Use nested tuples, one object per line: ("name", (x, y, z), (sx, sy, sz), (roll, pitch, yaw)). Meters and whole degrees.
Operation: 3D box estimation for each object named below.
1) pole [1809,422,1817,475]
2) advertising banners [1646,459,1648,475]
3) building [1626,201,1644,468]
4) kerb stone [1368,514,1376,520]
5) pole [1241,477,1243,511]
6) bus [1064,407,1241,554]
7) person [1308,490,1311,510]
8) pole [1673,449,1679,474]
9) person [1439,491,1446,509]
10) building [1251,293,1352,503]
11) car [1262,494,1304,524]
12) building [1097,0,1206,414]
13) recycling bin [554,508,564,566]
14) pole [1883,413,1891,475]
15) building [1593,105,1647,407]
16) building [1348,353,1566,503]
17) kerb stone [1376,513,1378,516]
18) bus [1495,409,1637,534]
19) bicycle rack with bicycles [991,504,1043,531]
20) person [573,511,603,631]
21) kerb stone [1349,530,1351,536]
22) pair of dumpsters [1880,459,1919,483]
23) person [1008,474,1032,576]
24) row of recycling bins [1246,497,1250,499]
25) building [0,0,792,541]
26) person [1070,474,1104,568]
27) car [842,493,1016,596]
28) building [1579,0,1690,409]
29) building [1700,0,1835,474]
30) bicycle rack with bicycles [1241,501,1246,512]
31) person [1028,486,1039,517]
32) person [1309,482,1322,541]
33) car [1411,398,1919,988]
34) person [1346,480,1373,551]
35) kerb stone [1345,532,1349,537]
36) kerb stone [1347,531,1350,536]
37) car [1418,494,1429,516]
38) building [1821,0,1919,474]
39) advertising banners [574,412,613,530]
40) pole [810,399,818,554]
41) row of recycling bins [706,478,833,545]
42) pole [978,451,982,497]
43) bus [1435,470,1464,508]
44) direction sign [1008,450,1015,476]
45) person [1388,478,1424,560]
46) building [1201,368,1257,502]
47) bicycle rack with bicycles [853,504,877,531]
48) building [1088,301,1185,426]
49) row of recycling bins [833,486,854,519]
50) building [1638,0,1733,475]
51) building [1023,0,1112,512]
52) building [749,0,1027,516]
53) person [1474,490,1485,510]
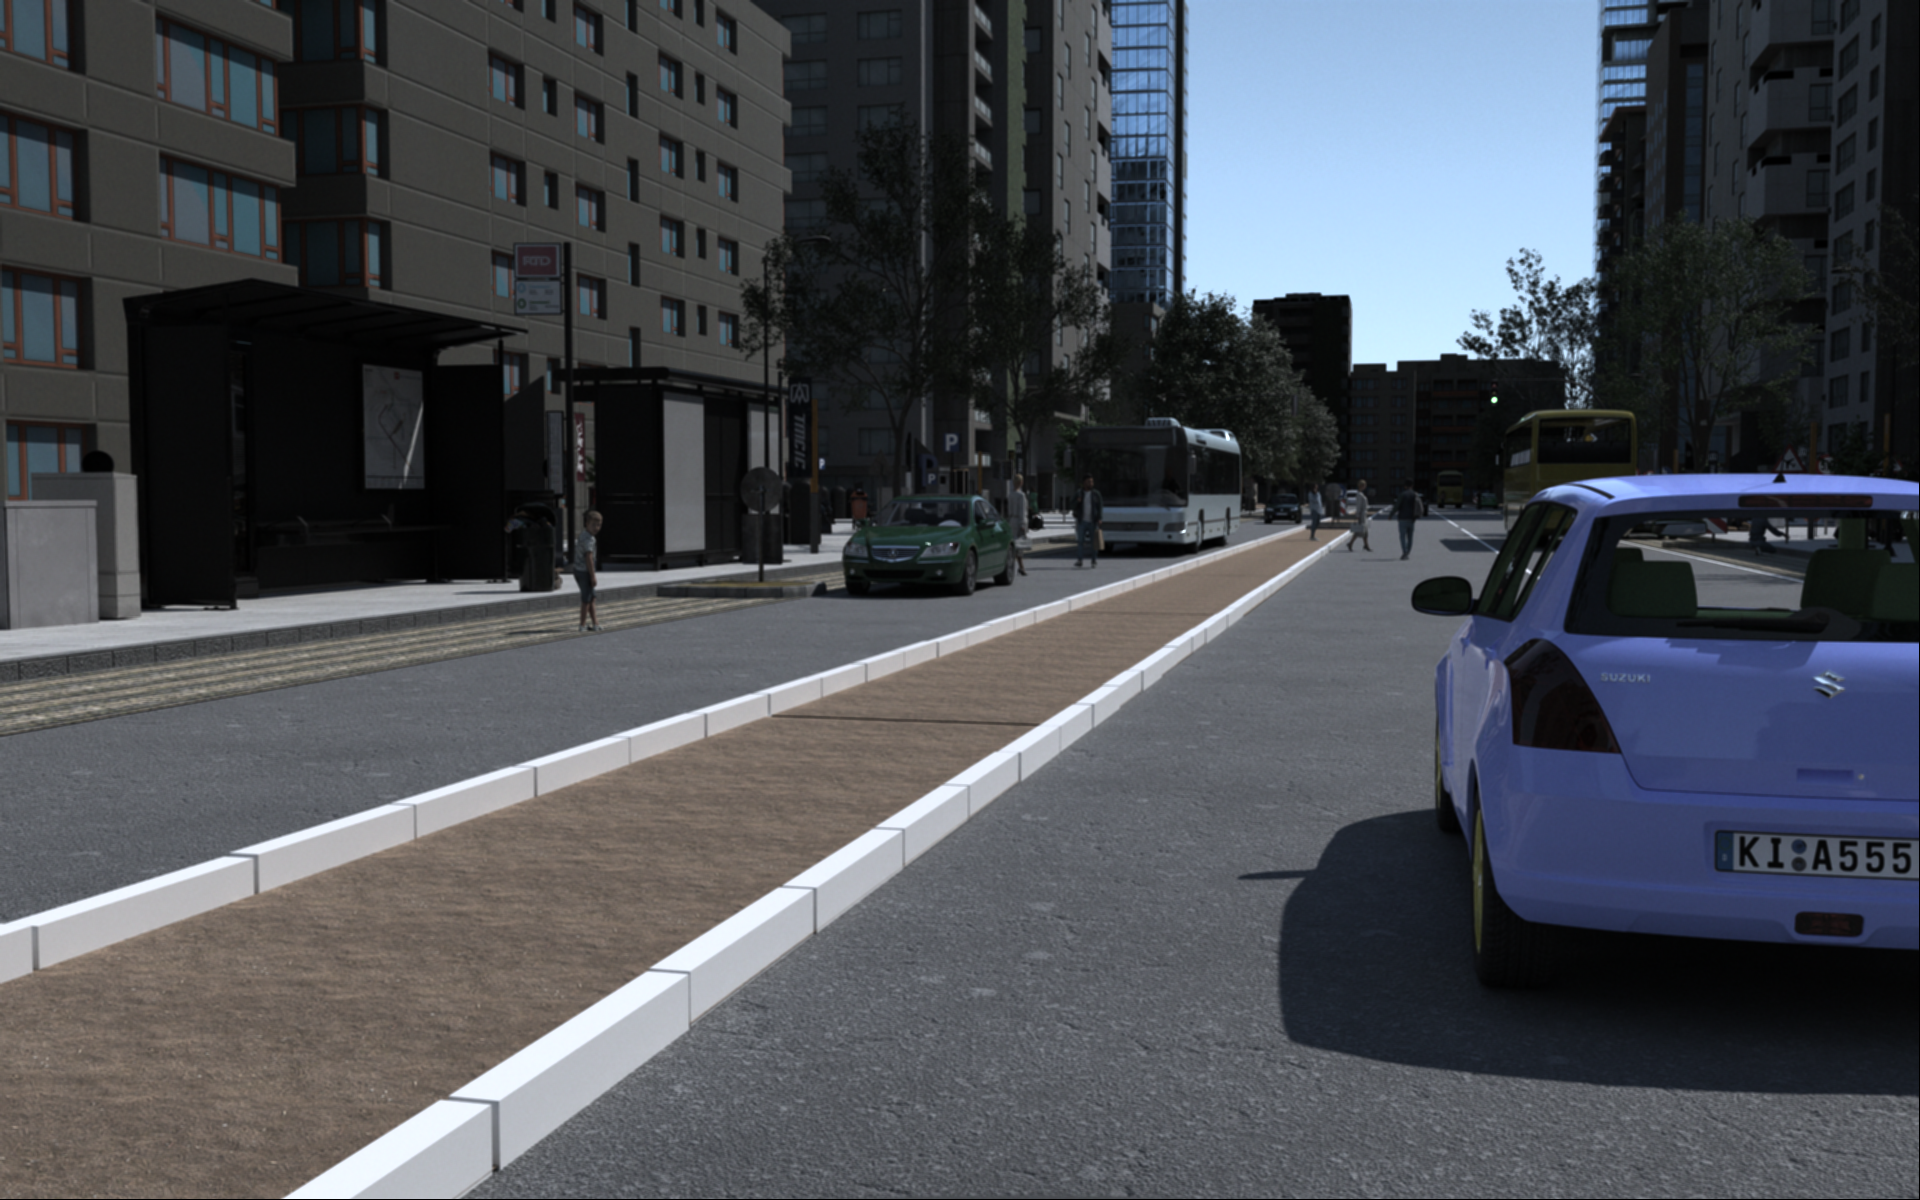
("pole", (24.215, -3.386, 49.208), (0.158, 3.312, 0.155), (0, 3, 0))
("advertising banners", (34.311, -5.515, 86.361), (0.090, 3.025, 2.074), (2, 4, 28))
("building", (73.036, -24.430, 171.129), (14.160, 30.474, 14.107), (1, 4, 14))
("kerb stone", (23.565, -4.697, 99.034), (0.120, 0.150, 1.000), (1, 4, 14))
("pole", (21.202, -8.360, 130.524), (0.158, 3.312, 0.155), (0, 3, 0))
("bus", (5.266, -3.034, 44.468), (2.948, 3.499, 13.247), (1, 4, 15))
("person", (30.859, -8.781, 152.095), (0.660, 1.820, 0.620), (2, 4, 32))
("pole", (32.656, -5.212, 79.058), (0.158, 3.312, 0.155), (0, 3, 0))
("person", (46.817, -9.720, 168.126), (0.721, 1.736, 1.217), (3, 5, 44))
("building", (49.729, -29.391, 252.247), (14.107, 30.474, 14.160), (1, 4, 14))
("car", (15.763, -4.563, 84.392), (2.009, 1.686, 4.222), (1, 4, 13))
("building", (15.237, -54.913, 210.490), (31.000, 86.520, 22.319), (1, 4, 14))
("recycling bin", (-7.509, -1.108, 30.663), (0.722, 1.027, 0.722), (1, 4, 18))
("pole", (23.511, -3.063, 43.919), (0.158, 3.312, 0.155), (0, 3, 0))
("building", (82.365, -32.807, 191.023), (22.147, 44.769, 28.867), (1, 4, 14))
("building", (72.468, -25.049, 254.591), (28.899, 21.520, 27.650), (1, 4, 14))
("kerb stone", (25.100, -5.064, 104.995), (0.120, 0.150, 1.000), (1, 4, 14))
("bus", (17.214, -3.556, 49.689), (2.896, 3.916, 12.252), (1, 4, 14))
("bicycle rack with bicycles", (1.453, -2.878, 60.440), (2.925, 0.926, 2.852), (0, 4, 1))
("person", (-3.866, -0.298, 18.052), (0.352, 1.250, 0.332), (1, 4, 17))
("kerb stone", (12.666, -2.116, 56.791), (0.120, 0.150, 1.000), (1, 4, 14))
("pair of dumpsters", (25.143, -2.749, 47.432), (1.574, 2.255, 4.437), (1, 4, 14))
("person", (0.960, -1.307, 30.222), (0.624, 1.780, 0.694), (-1, 4, -22))
("row of recycling bins", (23.957, -8.654, 148.610), (1.069, 1.692, 3.534), (-1, 4, -10))
("building", (-23.757, -12.862, 55.333), (28.899, 21.520, 27.650), (1, 4, 14))
("person", (2.503, -1.522, 33.367), (0.794, 1.824, 0.713), (1, 4, 22))
("car", (-0.380, -0.873, 26.066), (2.131, 1.459, 4.920), (1, 4, 13))
("building", (101.132, -56.817, 241.625), (31.000, 86.520, 22.319), (1, 4, 14))
("building", (67.413, -32.347, 118.112), (28.713, 52.752, 27.495), (1, 4, 14))
("bicycle rack with bicycles", (19.816, -6.857, 125.488), (2.852, 0.926, 2.925), (-3, 5, -40))
("person", (3.260, -4.226, 77.848), (0.600, 1.795, 0.529), (-1, 4, -19))
("person", (10.865, -2.710, 53.071), (0.793, 1.790, 0.793), (0, 4, 0))
("car", (2.608, 0.212, 6.133), (1.945, 1.707, 3.694), (1, 4, 13))
("person", (10.017, -2.113, 43.393), (0.624, 1.780, 0.694), (2, 4, 28))
("kerb stone", (12.158, -1.991, 54.803), (0.120, 0.150, 1.000), (1, 4, 14))
("kerb stone", (12.411, -2.055, 55.793), (0.120, 0.150, 1.000), (1, 4, 14))
("car", (29.467, -6.280, 112.470), (2.009, 1.686, 4.222), (1, 4, 13))
("building", (52.972, -19.316, 87.511), (14.107, 30.474, 14.160), (1, 4, 14))
("advertising banners", (-8.024, -2.560, 38.040), (0.090, 3.025, 2.074), (1, 4, 12))
("pole", (-3.141, -2.654, 37.237), (0.158, 3.312, 0.155), (0, 3, 0))
("row of recycling bins", (-5.072, -2.317, 44.993), (3.534, 1.692, 1.069), (2, 4, 35))
("pole", (0.950, -5.419, 82.451), (0.158, 3.312, 0.155), (0, 3, 0))
("bus", (50.936, -11.532, 180.090), (2.896, 3.916, 12.252), (1, 4, 15))
("direction sign", (2.896, -5.953, 89.329), (0.876, 3.537, 0.379), (-1, 4, -12))
("person", (9.787, -1.776, 37.891), (0.623, 1.781, 0.721), (-2, 4, -25))
("building", (30.235, -25.680, 264.908), (28.899, 21.520, 27.650), (1, 4, 14))
("bicycle rack with bicycles", (-2.758, -2.946, 61.551), (2.852, 0.926, 2.925), (3, 5, 39))
("building", (7.573, -20.084, 173.418), (27.650, 21.520, 28.899), (1, 4, 14))
("row of recycling bins", (-6.662, -4.989, 88.686), (3.534, 1.692, 1.069), (-2, 4, -24))
("building", (69.990, -30.973, 156.519), (14.600, 45.320, 14.200), (1, 4, 14))
("building", (-3.458, -33.234, 132.616), (28.713, 52.752, 27.495), (1, 4, 14))
("building", (-4.422, -25.592, 102.022), (14.154, 41.232, 14.086), (1, 4, 14))
("person", (46.955, -9.018, 156.458), (1.217, 1.766, 0.721), (-1, 4, -15))
